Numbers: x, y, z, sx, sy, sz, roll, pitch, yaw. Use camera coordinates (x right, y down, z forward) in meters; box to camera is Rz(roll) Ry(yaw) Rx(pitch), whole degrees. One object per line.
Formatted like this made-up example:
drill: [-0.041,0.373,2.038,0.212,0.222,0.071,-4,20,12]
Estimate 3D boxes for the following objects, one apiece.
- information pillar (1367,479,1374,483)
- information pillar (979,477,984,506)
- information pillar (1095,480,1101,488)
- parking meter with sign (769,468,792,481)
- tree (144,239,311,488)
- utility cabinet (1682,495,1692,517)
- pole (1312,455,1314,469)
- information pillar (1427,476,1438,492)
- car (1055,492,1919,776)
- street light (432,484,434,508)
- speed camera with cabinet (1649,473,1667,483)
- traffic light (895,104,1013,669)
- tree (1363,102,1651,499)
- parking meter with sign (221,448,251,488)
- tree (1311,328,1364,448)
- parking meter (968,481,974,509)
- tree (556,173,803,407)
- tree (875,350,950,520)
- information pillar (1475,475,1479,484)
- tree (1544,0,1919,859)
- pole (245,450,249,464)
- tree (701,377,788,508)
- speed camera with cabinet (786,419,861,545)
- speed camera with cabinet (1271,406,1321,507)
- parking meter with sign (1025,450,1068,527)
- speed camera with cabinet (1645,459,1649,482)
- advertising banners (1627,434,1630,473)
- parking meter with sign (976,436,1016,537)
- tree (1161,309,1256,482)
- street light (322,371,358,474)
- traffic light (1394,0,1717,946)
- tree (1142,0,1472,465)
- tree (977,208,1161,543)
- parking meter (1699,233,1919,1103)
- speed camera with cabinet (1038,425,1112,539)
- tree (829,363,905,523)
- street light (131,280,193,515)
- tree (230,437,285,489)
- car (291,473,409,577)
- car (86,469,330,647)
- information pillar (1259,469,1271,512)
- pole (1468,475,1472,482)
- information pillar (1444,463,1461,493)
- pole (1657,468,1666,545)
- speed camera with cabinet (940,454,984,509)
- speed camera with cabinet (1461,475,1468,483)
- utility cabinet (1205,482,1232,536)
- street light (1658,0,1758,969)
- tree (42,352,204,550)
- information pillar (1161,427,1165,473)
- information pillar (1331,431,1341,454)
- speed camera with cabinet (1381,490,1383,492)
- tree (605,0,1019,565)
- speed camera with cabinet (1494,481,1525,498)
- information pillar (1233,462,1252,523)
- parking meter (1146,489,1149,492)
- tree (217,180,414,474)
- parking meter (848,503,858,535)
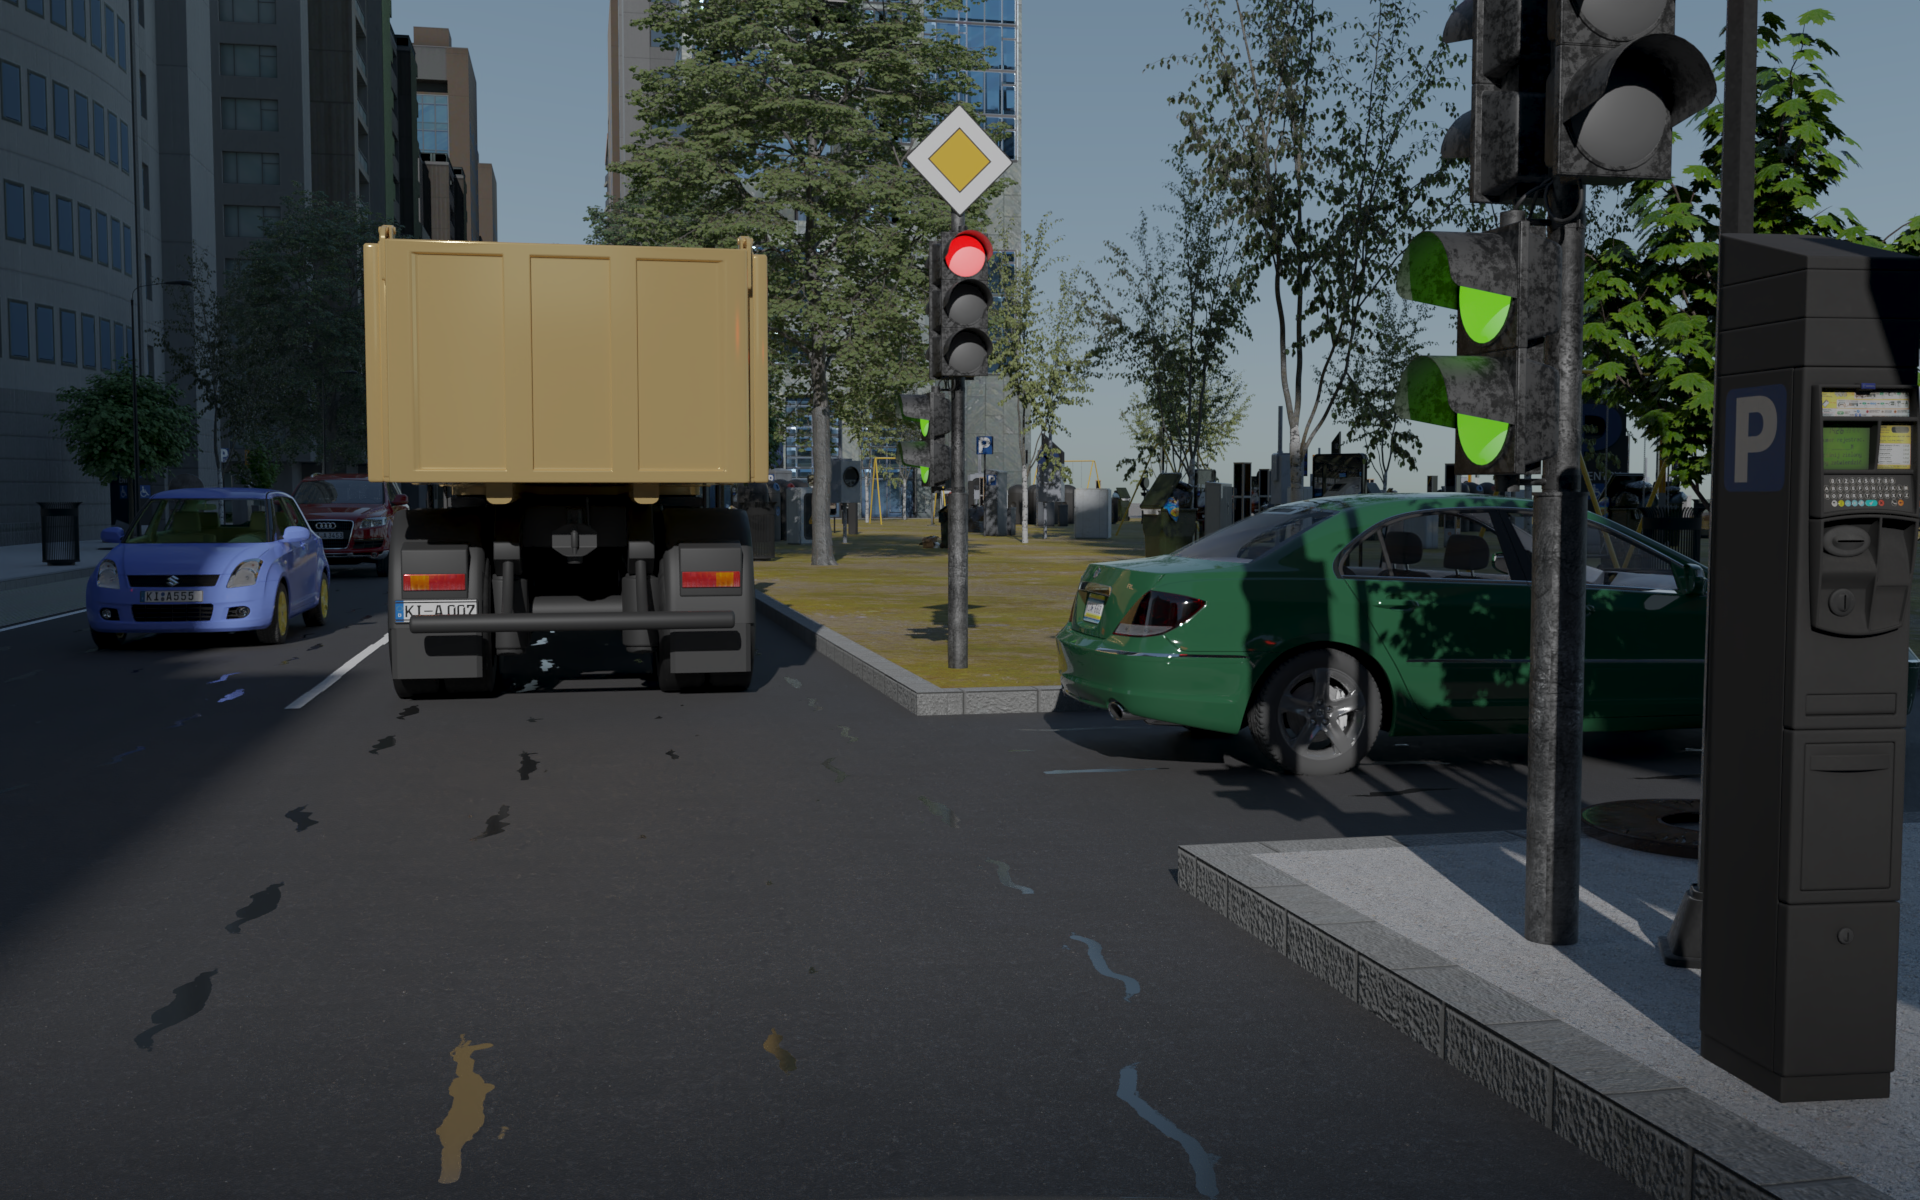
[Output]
information pillar: [19.767,-4.836,83.565,0.304,2.012,0.304,-2,4,-28]
information pillar: [1.059,-4.364,75.847,0.304,2.012,0.304,-3,4,-37]
information pillar: [7.250,-5.282,90.851,0.304,2.012,0.304,0,4,5]
parking meter with sign: [-5.320,-3.362,51.233,0.543,3.016,1.738,3,5,43]
tree: [-21.621,-6.158,51.049,4.360,8.622,3.978,0,3,0]
utility cabinet: [32.686,-4.125,78.608,0.306,1.237,1.020,-1,4,-23]
pole: [18.313,-5.856,89.593,0.158,3.312,0.155,0,3,0]
information pillar: [18.699,-3.921,68.593,0.304,2.012,0.304,-2,4,-28]
car: [3.008,0.116,9.900,4.920,1.459,2.131,-1,4,-11]
street light: [-33.663,-8.554,112.400,1.470,5.913,1.316,-1,4,-12]
speed camera with cabinet: [30.151,-4.893,74.331,0.660,3.252,2.038,2,4,27]
traffic light: [-0.034,-1.453,12.670,0.839,4.253,0.868,-1,4,-12]
tree: [10.139,-4.885,30.230,4.737,8.622,4.395,0,3,0]
parking meter with sign: [-27.042,-4.221,65.269,1.738,3.016,0.543,1,4,16]
tree: [14.129,-6.582,57.980,4.737,8.622,4.395,0,3,0]
parking meter: [0.482,-4.270,75.522,0.255,1.863,0.399,0,4,-3]
tree: [-10.772,-9.699,65.234,9.857,13.997,8.962,0,3,0]
tree: [-2.575,-8.331,86.572,4.360,8.622,3.978,0,3,0]
information pillar: [26.213,-5.897,87.769,0.183,3.616,0.504,2,4,31]
tree: [2.926,-0.714,6.280,1.663,3.219,1.824,0,3,0]
pole: [-32.912,-5.274,80.077,0.158,3.312,0.155,0,3,0]
tree: [-5.445,-3.438,39.931,4.285,4.588,4.351,0,3,0]
speed camera with cabinet: [-3.488,-3.066,44.467,2.038,3.252,0.660,-3,5,-43]
speed camera with cabinet: [7.485,-2.688,38.284,0.660,3.252,2.038,-1,4,-9]
parking meter with sign: [3.400,-4.425,68.604,1.738,3.016,0.543,-1,4,-9]
speed camera with cabinet: [37.533,-6.137,94.681,0.660,3.252,2.038,3,5,40]
advertising banners: [19.130,-3.249,49.309,0.090,3.025,2.074,1,4,12]
parking meter with sign: [1.147,-3.469,52.982,0.543,3.016,1.738,2,4,29]
tree: [8.729,-7.203,68.124,4.737,8.622,4.395,0,3,0]
street light: [-23.342,-5.667,65.190,1.470,5.913,1.316,-1,4,-12]
traffic light: [1.684,-0.976,4.872,0.839,4.253,0.868,-1,4,-12]
tree: [3.982,-4.220,19.365,4.360,8.622,3.978,0,3,0]
tree: [1.904,-5.790,45.035,4.737,8.622,4.395,0,3,0]
parking meter: [1.833,0.120,3.748,0.255,1.863,0.399,0,4,-7]
speed camera with cabinet: [3.303,-3.387,49.719,2.038,3.252,0.660,1,4,15]
tree: [-4.116,-7.782,77.605,4.737,8.622,4.395,0,3,0]
street light: [-17.319,-3.979,37.601,1.470,5.913,1.316,-1,4,-12]
tree: [-23.345,-3.842,57.414,1.663,3.219,1.824,0,3,0]
car: [-11.152,-1.395,31.487,2.281,1.827,5.304,-1,4,-12]
car: [-7.488,-0.480,17.445,1.945,1.707,3.694,-1,4,-11]
information pillar: [8.863,-2.804,50.345,0.304,2.012,0.304,2,4,25]
pole: [26.731,-5.933,90.840,0.158,3.312,0.155,0,3,0]
information pillar: [11.771,-2.257,41.390,0.304,2.012,0.304,3,4,38]
pole: [16.129,-2.811,39.804,0.158,3.312,0.155,0,3,0]
speed camera with cabinet: [0.176,-5.043,76.783,2.038,3.252,0.660,1,4,15]
speed camera with cabinet: [26.487,-6.042,93.129,2.038,3.252,0.660,-1,4,-21]
utility cabinet: [4.756,-1.413,31.784,0.318,1.500,1.173,1,4,18]
street light: [1.562,-1.955,4.502,1.470,5.913,1.316,-1,4,-12]
tree: [-19.358,-3.451,40.143,4.285,4.588,4.351,0,3,0]
information pillar: [7.089,-4.238,60.639,0.183,3.616,0.504,0,4,1]
information pillar: [14.061,-4.491,64.785,0.183,3.616,0.504,-2,4,-27]
speed camera with cabinet: [15.280,-4.420,66.605,2.038,3.252,0.660,1,4,17]
tree: [-2.640,-6.876,30.543,7.486,12.596,7.792,0,3,0]
speed camera with cabinet: [20.127,-4.217,63.287,0.660,3.252,2.038,0,4,-1]
information pillar: [6.520,-2.173,40.024,0.304,2.012,0.304,-3,5,-40]
parking meter: [10.106,-5.128,92.257,0.372,1.533,0.369,0,3,0]
tree: [-26.412,-10.130,72.278,9.857,13.997,8.962,0,3,0]
parking meter: [-3.392,-3.010,54.920,0.255,1.863,0.399,0,4,7]
